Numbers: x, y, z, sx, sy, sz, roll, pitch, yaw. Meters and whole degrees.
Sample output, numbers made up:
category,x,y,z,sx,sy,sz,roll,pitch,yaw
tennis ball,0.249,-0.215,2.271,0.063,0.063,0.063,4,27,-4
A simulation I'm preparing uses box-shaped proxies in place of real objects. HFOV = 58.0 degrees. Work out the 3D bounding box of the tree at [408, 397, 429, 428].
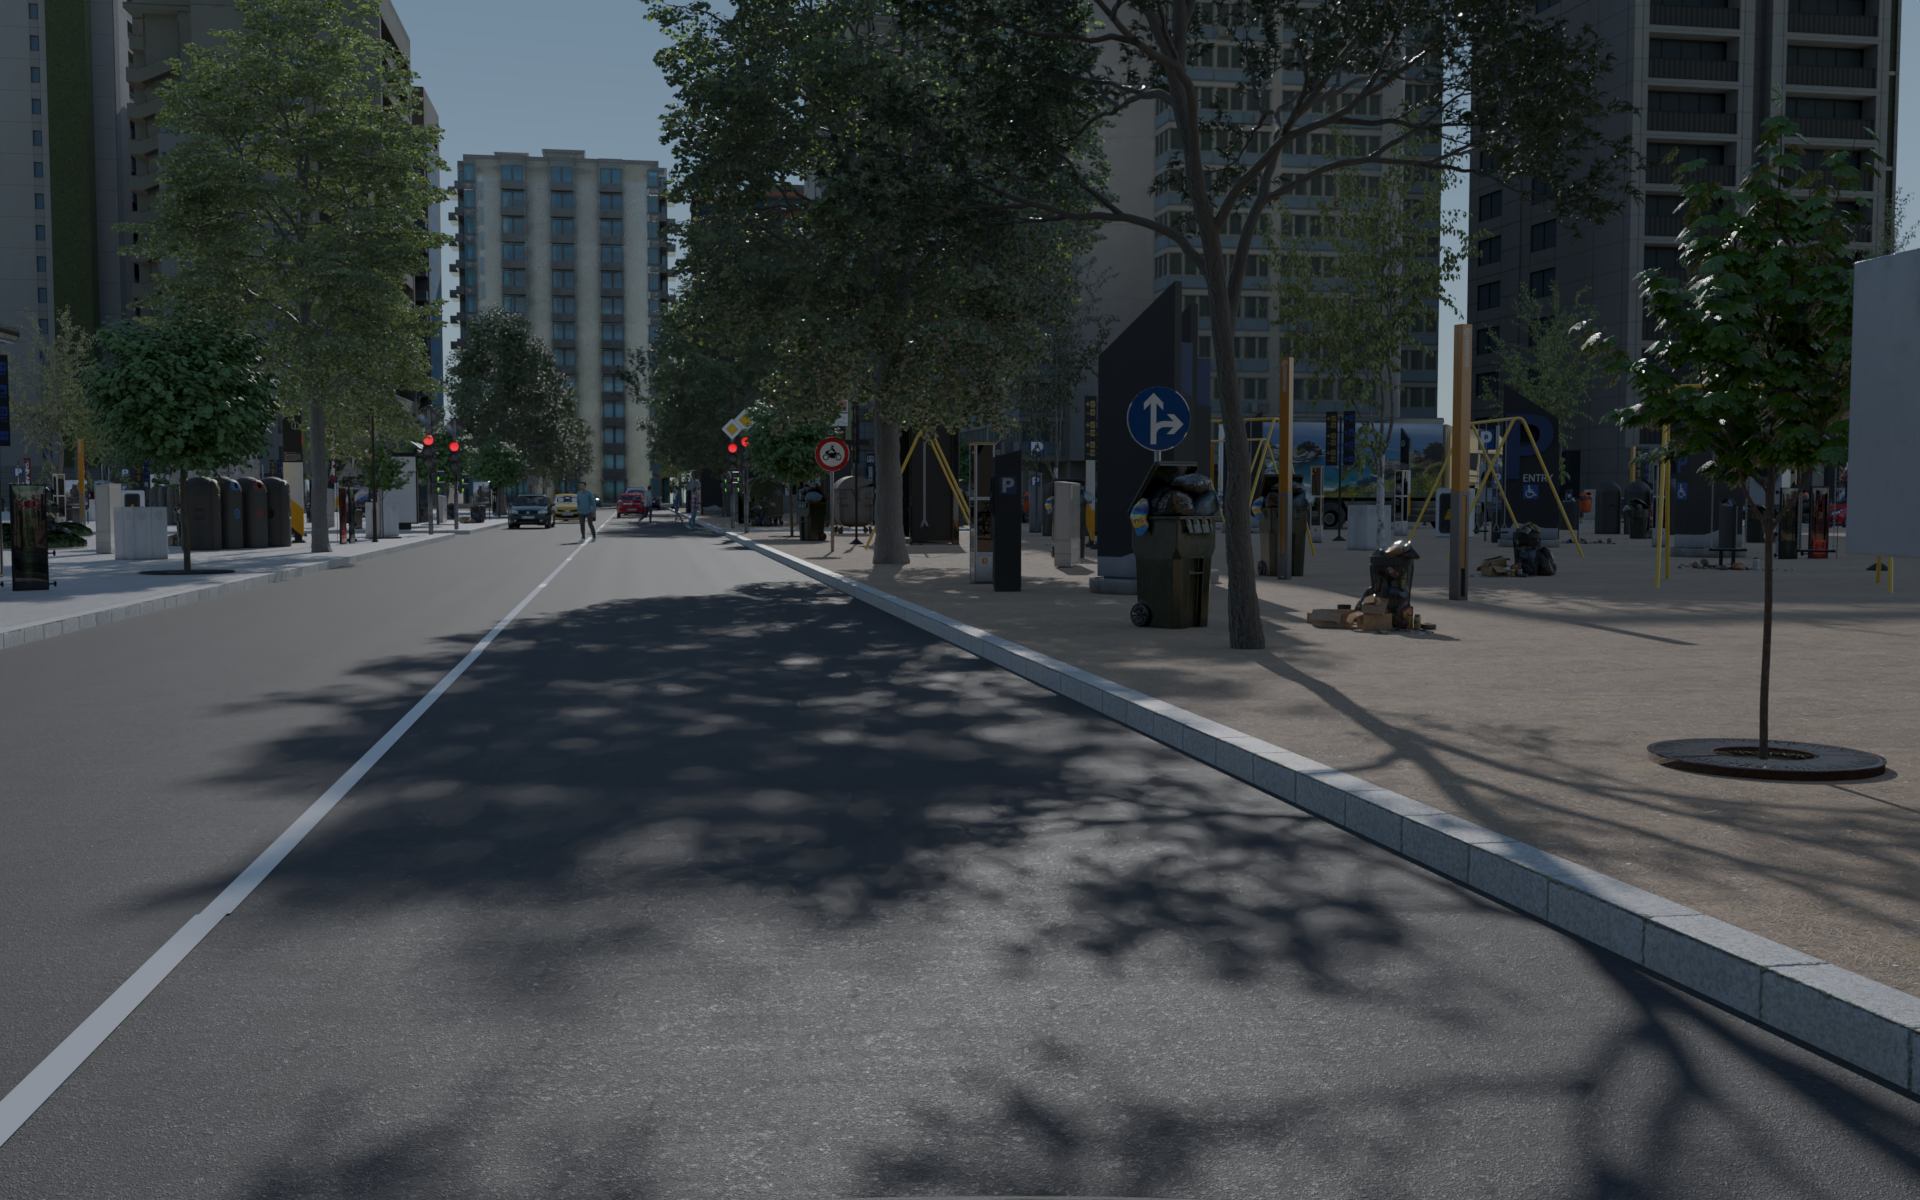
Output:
category,x,y,z,sx,sy,sz,roll,pitch,yaw
tree,-41.507,-11.003,130.264,4.360,8.622,3.978,0,3,0

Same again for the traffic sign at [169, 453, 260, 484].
category,x,y,z,sx,sy,sz,roll,pitch,yaw
traffic sign,-19.025,-3.078,44.195,2.265,3.308,0.079,0,4,-3

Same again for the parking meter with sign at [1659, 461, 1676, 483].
category,x,y,z,sx,sy,sz,roll,pitch,yaw
parking meter with sign,34.882,-5.407,84.665,0.543,3.016,1.738,-1,4,-10

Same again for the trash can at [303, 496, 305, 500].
category,x,y,z,sx,sy,sz,roll,pitch,yaw
trash can,-44.074,-6.363,115.683,0.748,1.137,0.748,0,3,0

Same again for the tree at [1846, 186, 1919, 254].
category,x,y,z,sx,sy,sz,roll,pitch,yaw
tree,22.694,-5.560,41.275,4.360,8.622,3.978,0,3,0

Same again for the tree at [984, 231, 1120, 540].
category,x,y,z,sx,sy,sz,roll,pitch,yaw
tree,2.454,-5.996,48.403,4.360,8.622,3.978,0,3,0

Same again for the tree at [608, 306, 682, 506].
category,x,y,z,sx,sy,sz,roll,pitch,yaw
tree,-29.524,-19.629,176.817,12.611,20.169,13.585,0,3,0

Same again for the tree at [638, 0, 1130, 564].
category,x,y,z,sx,sy,sz,roll,pitch,yaw
tree,-1.268,-7.637,31.524,9.857,13.997,8.962,0,3,0

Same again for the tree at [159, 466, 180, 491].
category,x,y,z,sx,sy,sz,roll,pitch,yaw
tree,-22.040,-3.382,49.901,1.663,3.219,1.824,0,3,0

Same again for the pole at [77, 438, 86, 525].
category,x,y,z,sx,sy,sz,roll,pitch,yaw
pole,-32.213,-4.261,63.515,0.158,3.312,0.155,0,3,0

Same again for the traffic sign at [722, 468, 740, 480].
category,x,y,z,sx,sy,sz,roll,pitch,yaw
traffic sign,-8.801,-4.108,67.175,0.884,2.594,0.081,0,4,-3

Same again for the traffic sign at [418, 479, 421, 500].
category,x,y,z,sx,sy,sz,roll,pitch,yaw
traffic sign,-26.889,-5.246,85.870,0.768,2.556,0.104,0,4,-2

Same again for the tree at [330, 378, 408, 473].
category,x,y,z,sx,sy,sz,roll,pitch,yaw
tree,-37.337,-9.577,106.939,4.360,8.622,3.978,0,3,0

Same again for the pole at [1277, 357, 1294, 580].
category,x,y,z,sx,sy,sz,roll,pitch,yaw
pole,4.872,-1.961,25.913,0.158,3.312,0.155,0,3,0

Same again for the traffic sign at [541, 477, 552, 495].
category,x,y,z,sx,sy,sz,roll,pitch,yaw
traffic sign,-31.610,-8.094,132.334,0.884,2.594,0.081,0,4,-5

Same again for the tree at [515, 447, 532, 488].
category,x,y,z,sx,sy,sz,roll,pitch,yaw
tree,-24.865,-6.722,93.626,4.285,4.588,4.351,0,3,0

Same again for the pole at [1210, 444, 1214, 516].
category,x,y,z,sx,sy,sz,roll,pitch,yaw
pole,10.184,-4.666,70.139,0.158,3.312,0.155,0,3,0

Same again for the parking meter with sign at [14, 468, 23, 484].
category,x,y,z,sx,sy,sz,roll,pitch,yaw
parking meter with sign,-63.266,-7.371,116.771,0.543,3.016,1.738,-1,4,-18

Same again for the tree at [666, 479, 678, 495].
category,x,y,z,sx,sy,sz,roll,pitch,yaw
tree,-33.541,-12.730,202.734,1.663,3.219,1.824,0,3,0

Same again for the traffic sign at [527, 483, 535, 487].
category,x,y,z,sx,sy,sz,roll,pitch,yaw
traffic sign,-33.290,-8.233,134.719,0.768,2.556,0.104,0,4,-2

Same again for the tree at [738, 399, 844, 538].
category,x,y,z,sx,sy,sz,roll,pitch,yaw
tree,-4.985,-4.162,51.767,4.285,4.588,4.351,0,3,0

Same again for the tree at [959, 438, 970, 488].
category,x,y,z,sx,sy,sz,roll,pitch,yaw
tree,-0.895,-6.874,96.099,4.285,4.588,4.351,0,3,0

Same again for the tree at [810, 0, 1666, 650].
category,x,y,z,sx,sy,sz,roll,pitch,yaw
tree,2.197,-4.891,14.382,8.767,10.594,7.601,-3,4,-38

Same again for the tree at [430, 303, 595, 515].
category,x,y,z,sx,sy,sz,roll,pitch,yaw
tree,-27.540,-11.439,104.043,9.611,12.733,9.660,0,3,0

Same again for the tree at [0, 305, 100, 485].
category,x,y,z,sx,sy,sz,roll,pitch,yaw
tree,-34.937,-7.104,66.513,4.360,8.622,3.978,0,3,0

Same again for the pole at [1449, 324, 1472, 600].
category,x,y,z,sx,sy,sz,roll,pitch,yaw
pole,6.039,-1.654,20.890,0.158,3.312,0.155,0,3,0

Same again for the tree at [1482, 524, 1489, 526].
category,x,y,z,sx,sy,sz,roll,pitch,yaw
tree,21.176,-4.657,70.737,1.663,3.219,1.824,0,3,0

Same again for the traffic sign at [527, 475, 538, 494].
category,x,y,z,sx,sy,sz,roll,pitch,yaw
traffic sign,-28.819,-7.139,116.825,0.768,2.556,0.104,0,4,-5

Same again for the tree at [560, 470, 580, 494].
category,x,y,z,sx,sy,sz,roll,pitch,yaw
tree,-45.755,-15.422,202.504,4.360,8.622,3.978,0,3,0

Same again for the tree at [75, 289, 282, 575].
category,x,y,z,sx,sy,sz,roll,pitch,yaw
tree,-12.563,-2.713,28.072,4.285,4.588,4.351,0,3,0

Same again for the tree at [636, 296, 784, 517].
category,x,y,z,sx,sy,sz,roll,pitch,yaw
tree,-13.155,-10.977,96.484,9.611,12.733,9.660,0,3,0

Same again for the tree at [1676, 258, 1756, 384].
category,x,y,z,sx,sy,sz,roll,pitch,yaw
tree,22.430,-6.088,49.909,4.737,8.622,4.395,0,3,0

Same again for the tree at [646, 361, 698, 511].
category,x,y,z,sx,sy,sz,roll,pitch,yaw
tree,-19.355,-12.874,128.619,7.486,12.596,7.792,0,3,0

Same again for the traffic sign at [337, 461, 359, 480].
category,x,y,z,sx,sy,sz,roll,pitch,yaw
traffic sign,-23.840,-4.133,67.581,0.884,2.594,0.081,-1,4,-10

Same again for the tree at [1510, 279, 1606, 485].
category,x,y,z,sx,sy,sz,roll,pitch,yaw
tree,19.911,-6.624,58.666,4.737,8.622,4.395,0,3,0

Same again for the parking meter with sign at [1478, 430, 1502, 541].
category,x,y,z,sx,sy,sz,roll,pitch,yaw
parking meter with sign,14.994,-3.134,47.509,1.738,3.016,0.543,-2,4,-33

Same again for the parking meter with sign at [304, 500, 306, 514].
category,x,y,z,sx,sy,sz,roll,pitch,yaw
parking meter with sign,-43.081,-7.115,112.597,0.543,3.016,1.738,0,4,2

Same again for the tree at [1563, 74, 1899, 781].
category,x,y,z,sx,sy,sz,roll,pitch,yaw
tree,3.688,-0.828,8.147,1.663,3.219,1.824,0,3,0

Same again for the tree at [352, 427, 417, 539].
category,x,y,z,sx,sy,sz,roll,pitch,yaw
tree,-16.599,-3.374,49.764,1.663,3.219,1.824,0,3,0

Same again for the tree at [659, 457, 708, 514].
category,x,y,z,sx,sy,sz,roll,pitch,yaw
tree,-16.800,-9.879,111.880,4.737,8.622,4.395,0,3,0

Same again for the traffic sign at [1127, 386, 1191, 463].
category,x,y,z,sx,sy,sz,roll,pitch,yaw
traffic sign,2.335,-1.247,20.499,0.768,2.556,0.104,0,4,-7

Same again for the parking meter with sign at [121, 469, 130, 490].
category,x,y,z,sx,sy,sz,roll,pitch,yaw
parking meter with sign,-57.643,-7.537,119.494,0.543,3.016,1.738,-1,4,-21

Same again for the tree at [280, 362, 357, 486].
category,x,y,z,sx,sy,sz,roll,pitch,yaw
tree,-36.335,-9.003,97.556,4.737,8.622,4.395,0,3,0

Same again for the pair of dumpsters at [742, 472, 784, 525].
category,x,y,z,sx,sy,sz,roll,pitch,yaw
pair of dumpsters,-8.193,-4.281,72.490,1.574,2.255,4.437,-1,4,-11

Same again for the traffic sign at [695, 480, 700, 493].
category,x,y,z,sx,sy,sz,roll,pitch,yaw
traffic sign,-17.976,-7.182,119.554,0.606,2.300,0.079,0,4,-6

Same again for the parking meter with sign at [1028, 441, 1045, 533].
category,x,y,z,sx,sy,sz,roll,pitch,yaw
parking meter with sign,2.520,-3.743,57.465,0.543,3.016,1.738,0,4,1

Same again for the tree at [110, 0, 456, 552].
category,x,y,z,sx,sy,sz,roll,pitch,yaw
tree,-14.385,-7.309,37.624,7.486,12.596,7.792,0,3,0

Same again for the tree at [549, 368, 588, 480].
category,x,y,z,sx,sy,sz,roll,pitch,yaw
tree,-36.542,-14.313,152.146,7.486,12.596,7.792,0,3,0

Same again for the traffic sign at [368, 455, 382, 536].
category,x,y,z,sx,sy,sz,roll,pitch,yaw
traffic sign,-17.049,-3.106,50.892,0.768,2.556,0.104,0,4,-6

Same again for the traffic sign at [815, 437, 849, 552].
category,x,y,z,sx,sy,sz,roll,pitch,yaw
traffic sign,-2.849,-2.356,38.628,0.768,2.556,0.104,0,4,-7

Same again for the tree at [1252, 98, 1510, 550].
category,x,y,z,sx,sy,sz,roll,pitch,yaw
tree,7.514,-4.978,31.755,4.737,8.622,4.395,0,3,0

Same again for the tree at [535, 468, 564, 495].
category,x,y,z,sx,sy,sz,roll,pitch,yaw
tree,-34.439,-11.824,143.678,4.737,8.622,4.395,0,3,0

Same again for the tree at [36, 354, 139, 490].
category,x,y,z,sx,sy,sz,roll,pitch,yaw
tree,-46.669,-8.671,92.135,4.737,8.622,4.395,0,3,0

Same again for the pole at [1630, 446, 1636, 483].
category,x,y,z,sx,sy,sz,roll,pitch,yaw
pole,28.535,-4.873,73.512,0.158,3.312,0.155,0,3,0

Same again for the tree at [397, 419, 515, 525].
category,x,y,z,sx,sy,sz,roll,pitch,yaw
tree,-21.527,-5.373,71.564,4.285,4.588,4.351,0,3,0
